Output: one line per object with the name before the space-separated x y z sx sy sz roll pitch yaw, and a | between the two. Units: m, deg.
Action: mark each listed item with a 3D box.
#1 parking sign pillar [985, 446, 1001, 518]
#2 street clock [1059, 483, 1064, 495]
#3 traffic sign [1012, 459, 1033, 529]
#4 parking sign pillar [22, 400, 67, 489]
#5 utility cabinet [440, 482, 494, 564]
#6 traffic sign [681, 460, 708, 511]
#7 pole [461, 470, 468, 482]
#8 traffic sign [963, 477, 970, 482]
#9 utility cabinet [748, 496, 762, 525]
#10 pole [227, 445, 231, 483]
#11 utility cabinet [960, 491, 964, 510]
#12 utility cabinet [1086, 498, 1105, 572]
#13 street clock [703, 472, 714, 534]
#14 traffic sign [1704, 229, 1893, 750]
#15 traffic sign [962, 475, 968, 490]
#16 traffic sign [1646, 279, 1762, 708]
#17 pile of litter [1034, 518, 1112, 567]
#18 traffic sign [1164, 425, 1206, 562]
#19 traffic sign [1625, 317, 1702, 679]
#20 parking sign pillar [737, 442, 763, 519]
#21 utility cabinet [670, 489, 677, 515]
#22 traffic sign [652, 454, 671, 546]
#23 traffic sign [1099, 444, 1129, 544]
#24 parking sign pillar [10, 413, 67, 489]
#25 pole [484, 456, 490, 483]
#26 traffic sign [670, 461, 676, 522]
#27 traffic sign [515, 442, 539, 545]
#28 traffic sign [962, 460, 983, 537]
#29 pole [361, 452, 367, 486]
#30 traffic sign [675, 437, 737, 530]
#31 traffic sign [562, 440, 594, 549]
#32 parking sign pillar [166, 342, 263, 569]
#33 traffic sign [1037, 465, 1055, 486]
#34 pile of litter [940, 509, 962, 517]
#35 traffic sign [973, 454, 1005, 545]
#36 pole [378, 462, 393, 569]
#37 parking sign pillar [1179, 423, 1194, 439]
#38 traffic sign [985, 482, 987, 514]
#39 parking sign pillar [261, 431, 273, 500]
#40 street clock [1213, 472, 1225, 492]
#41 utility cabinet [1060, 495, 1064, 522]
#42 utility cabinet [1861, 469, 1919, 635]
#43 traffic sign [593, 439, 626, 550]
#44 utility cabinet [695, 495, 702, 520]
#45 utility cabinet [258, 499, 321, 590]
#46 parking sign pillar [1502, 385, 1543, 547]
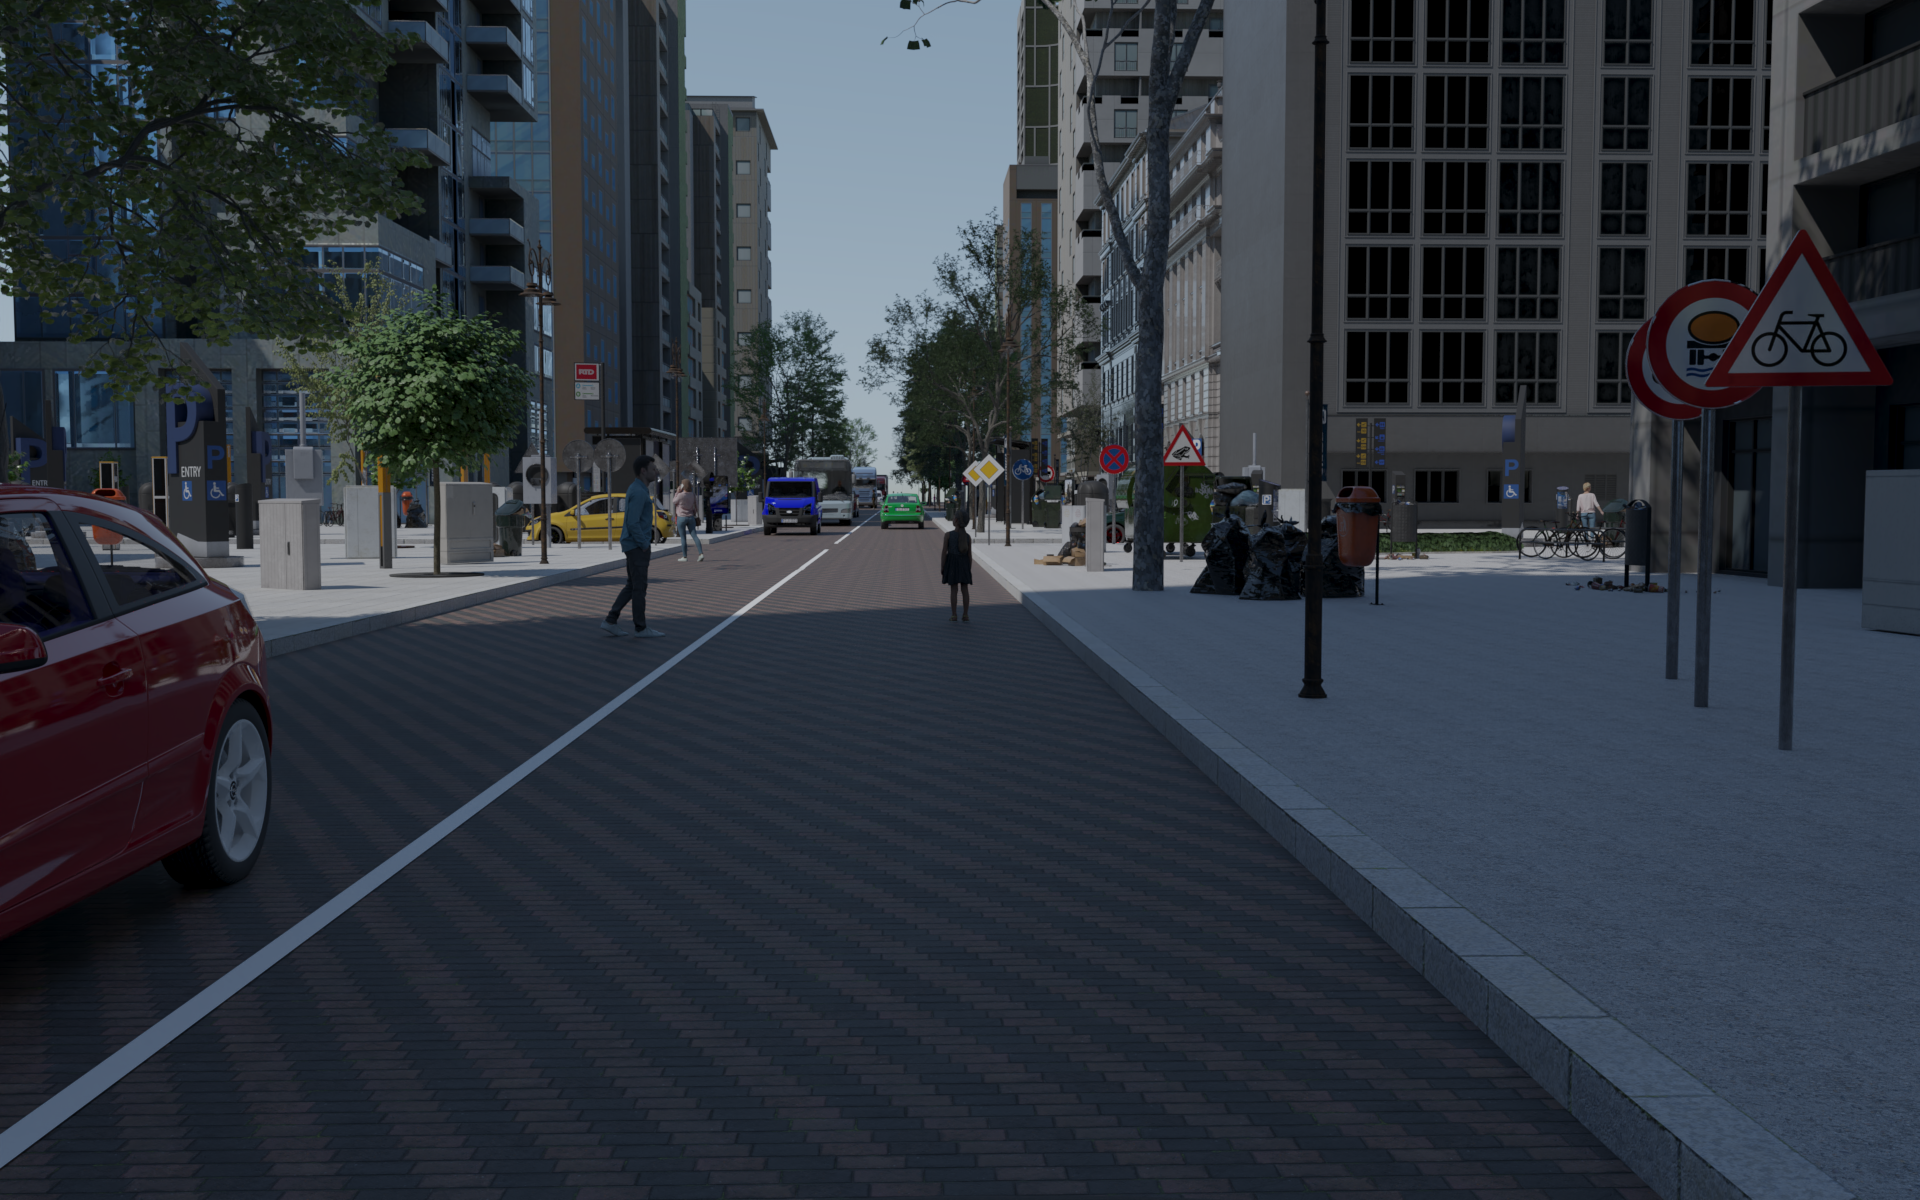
parking sign pillar | 1.994 -6.405 93.186 1.447 3.967 1.447 -1 4 -11
street clock | 6.516 -6.575 112.063 0.358 2.002 0.471 -1 4 -21
traffic sign | 2.291 -3.857 63.165 0.768 2.556 0.104 0 4 -2
parking sign pillar | -26.258 -3.785 50.352 1.447 3.967 1.447 -2 4 -24
utility cabinet | -9.103 -1.417 31.840 0.318 1.500 1.173 2 4 29
traffic sign | -7.827 -2.898 51.025 0.795 2.450 0.064 0 4 -2
pole | -15.050 -3.594 52.607 0.158 3.312 0.155 0 3 0
traffic sign | 0.570 -4.520 73.902 0.884 2.594 0.081 0 4 3
utility cabinet | -8.608 -3.764 72.698 0.306 1.237 1.020 -2 4 -27
pole | -30.127 -4.743 71.391 0.158 3.312 0.155 0 3 0
utility cabinet | 0.000 -6.256 110.957 0.318 1.500 1.173 1 4 15
utility cabinet | 2.272 -1.096 29.075 0.306 1.237 1.020 0 4 3
street clock | -8.125 -3.148 56.046 0.358 2.002 0.471 1 4 11
traffic sign | 4.141 -0.527 8.617 0.884 2.594 0.081 0 4 7
traffic sign | 0.494 -6.571 107.535 0.768 2.556 0.104 0 4 1
traffic sign | 4.470 -0.628 10.366 0.768 2.556 0.104 0 4 5
pile of litter | 2.020 -1.058 31.258 1.176 0.858 1.719 -1 4 -21
traffic sign | 4.170 -1.991 32.559 0.884 2.594 0.081 0 4 -1
traffic sign | 4.940 -0.724 11.945 0.768 2.556 0.104 0 4 1
parking sign pillar | -10.659 -6.060 87.556 1.447 3.967 1.447 -2 4 -24
utility cabinet | -17.377 -5.815 103.753 1.173 1.500 0.318 3 4 37
traffic sign | -7.566 -2.410 43.045 0.795 2.450 0.064 0 4 -2
traffic sign | 3.943 -2.704 44.322 0.768 2.556 0.104 0 4 8
parking sign pillar | -32.279 -4.395 60.329 1.447 3.967 1.447 2 4 30
pole | -13.721 -3.452 50.281 0.158 3.312 0.155 0 3 0
traffic sign | -10.878 -4.024 65.897 0.768 2.556 0.104 0 4 8
traffic sign | -10.746 -2.662 43.528 0.884 2.594 0.081 0 4 -1
traffic sign | 0.464 -2.913 51.275 0.795 2.450 0.064 0 4 -2
pole | -21.720 -4.239 63.148 0.158 3.312 0.155 0 3 0
traffic sign | -9.093 -4.172 62.079 2.265 3.308 0.079 0 4 7
traffic sign | -8.947 -2.479 40.635 0.768 2.556 0.104 0 4 2
parking sign pillar | -13.356 -2.560 30.326 1.447 3.967 1.447 3 5 39
traffic sign | 3.723 -4.586 75.089 0.768 2.556 0.104 0 4 5
pile of litter | -0.251 -5.151 98.175 1.719 0.858 1.176 2 4 33
traffic sign | 0.724 -2.425 43.294 0.795 2.450 0.064 0 4 -2
pole | -9.877 -2.193 29.704 0.158 3.312 0.155 0 3 0
parking sign pillar | 8.464 -4.679 64.975 1.447 3.967 1.447 -1 4 -22
traffic sign | 1.372 -5.790 94.773 0.768 2.556 0.104 0 4 0
parking sign pillar | -21.895 -4.017 54.150 1.447 3.967 1.447 0 4 -7
street clock | 8.431 -3.193 56.768 0.471 2.002 0.358 -1 4 -23
utility cabinet | 4.981 -4.207 79.954 1.020 1.237 0.306 -1 4 -22
utility cabinet | 8.741 -0.433 15.762 0.318 1.500 1.173 0 4 -7
traffic sign | -8.054 -2.428 39.799 0.768 2.556 0.104 0 4 4
utility cabinet | -12.907 -4.550 85.548 0.306 1.237 1.020 -1 4 -16
utility cabinet | -9.071 -0.750 23.431 1.020 1.237 0.306 3 4 36
parking sign pillar | 13.582 -3.302 42.464 1.447 3.967 1.447 1 4 23
